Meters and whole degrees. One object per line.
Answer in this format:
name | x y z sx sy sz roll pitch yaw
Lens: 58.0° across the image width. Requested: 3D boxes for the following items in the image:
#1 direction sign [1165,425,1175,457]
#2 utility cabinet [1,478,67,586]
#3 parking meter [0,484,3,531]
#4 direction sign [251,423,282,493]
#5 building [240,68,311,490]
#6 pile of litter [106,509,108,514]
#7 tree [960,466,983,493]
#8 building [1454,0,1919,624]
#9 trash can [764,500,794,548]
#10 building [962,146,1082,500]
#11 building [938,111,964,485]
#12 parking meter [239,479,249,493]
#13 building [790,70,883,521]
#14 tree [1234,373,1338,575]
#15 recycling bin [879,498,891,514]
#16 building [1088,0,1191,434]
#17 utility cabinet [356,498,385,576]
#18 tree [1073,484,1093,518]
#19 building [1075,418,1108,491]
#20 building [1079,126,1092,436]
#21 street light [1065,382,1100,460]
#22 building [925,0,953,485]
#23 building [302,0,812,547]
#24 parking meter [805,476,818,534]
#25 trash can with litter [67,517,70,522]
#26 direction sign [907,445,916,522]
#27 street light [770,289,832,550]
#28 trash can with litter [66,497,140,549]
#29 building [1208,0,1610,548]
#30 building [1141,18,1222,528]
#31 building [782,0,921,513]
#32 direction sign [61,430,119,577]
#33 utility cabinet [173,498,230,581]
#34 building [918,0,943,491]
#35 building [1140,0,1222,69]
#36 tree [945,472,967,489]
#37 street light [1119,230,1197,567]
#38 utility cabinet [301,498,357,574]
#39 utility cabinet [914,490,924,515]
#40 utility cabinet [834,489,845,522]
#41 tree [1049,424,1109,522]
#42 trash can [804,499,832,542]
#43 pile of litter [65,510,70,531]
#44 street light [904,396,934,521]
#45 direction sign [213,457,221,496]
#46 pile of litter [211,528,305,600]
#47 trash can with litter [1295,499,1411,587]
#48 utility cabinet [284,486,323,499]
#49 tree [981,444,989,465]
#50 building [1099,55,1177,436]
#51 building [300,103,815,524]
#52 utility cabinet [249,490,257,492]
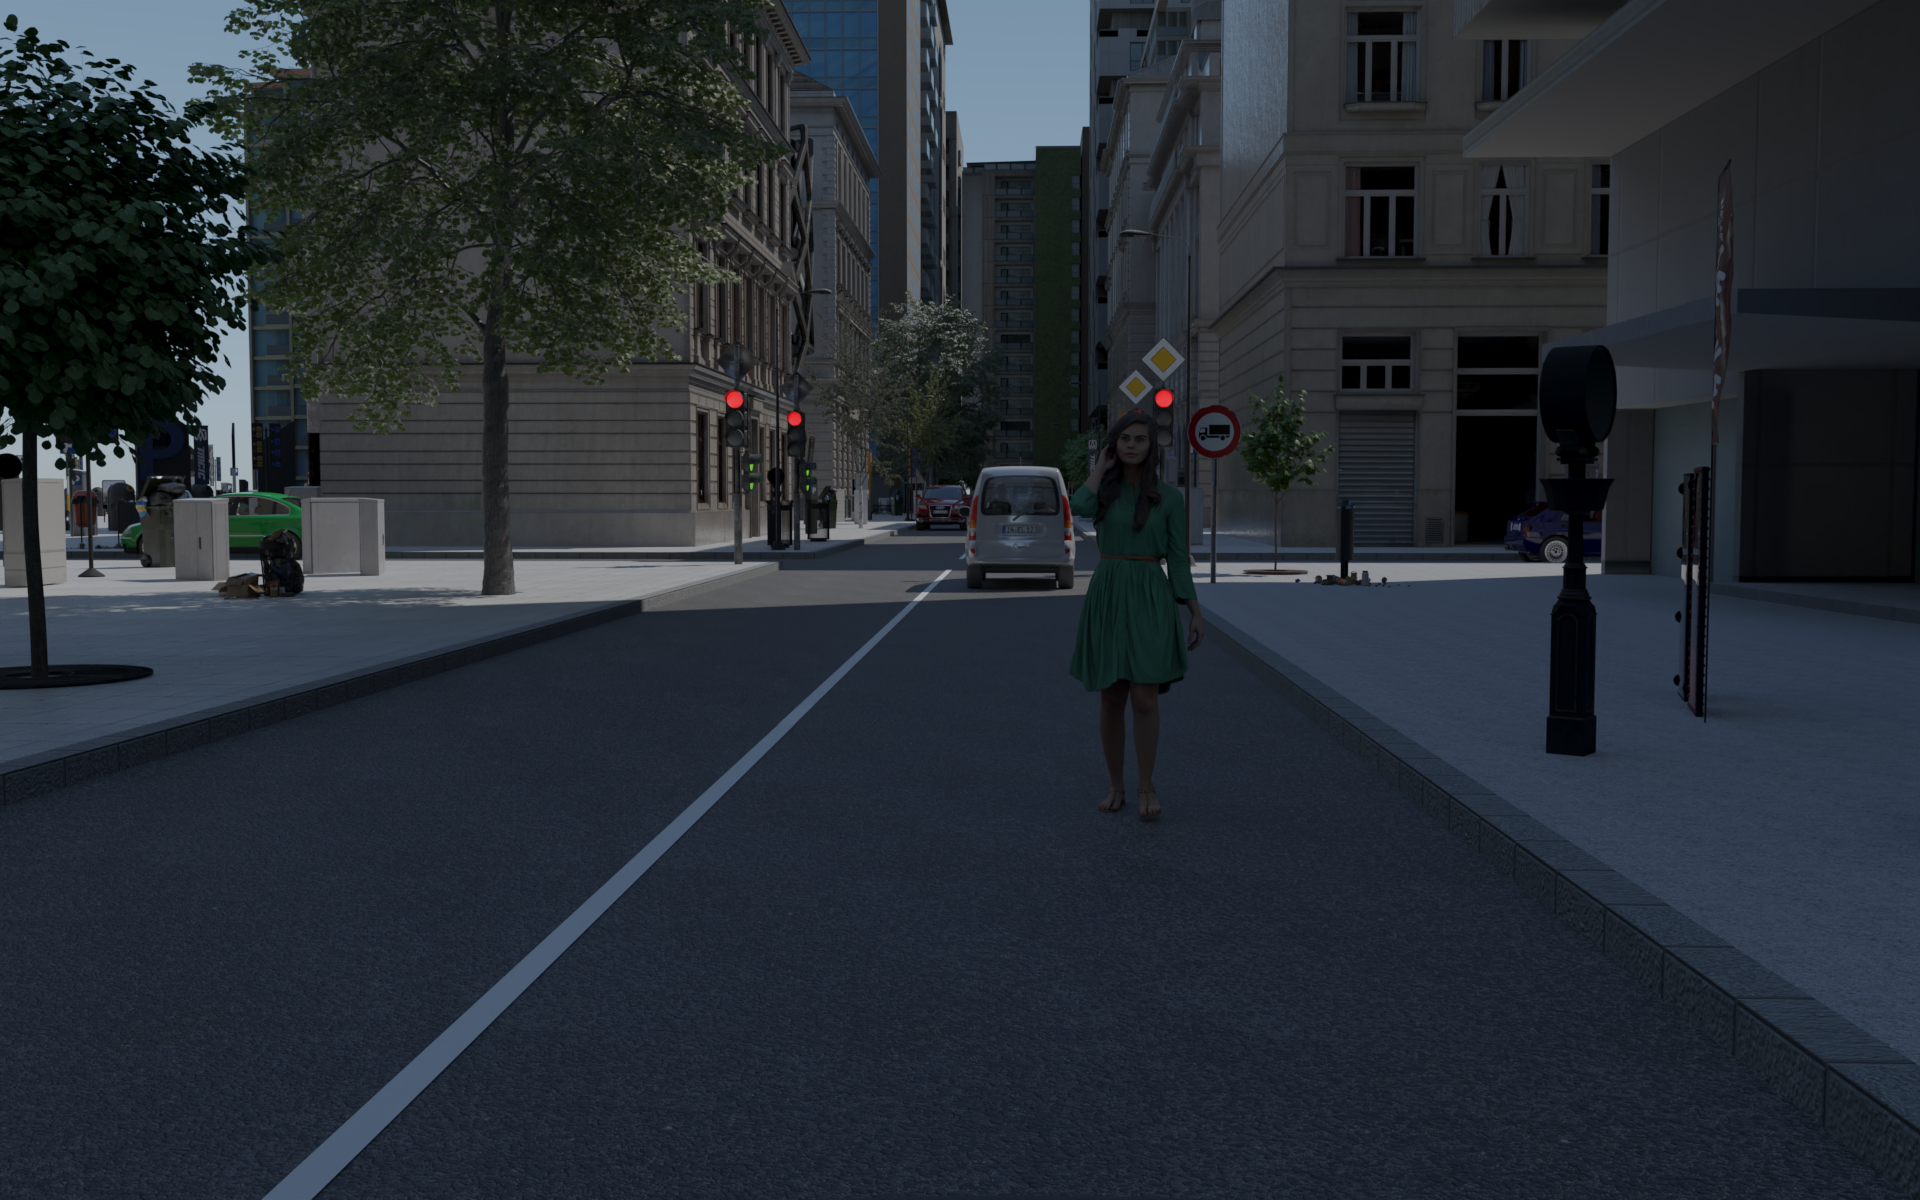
direction sign | 6.748 -3.932 56.292 0.379 3.537 0.876 3 4 36
utility cabinet | -12.942 -0.950 24.208 0.318 1.500 1.173 0 4 -3
parking meter | -33.211 -3.329 60.134 0.255 1.863 0.399 -1 4 -13
direction sign | -22.136 -3.874 55.338 0.876 3.537 0.379 -2 4 -24
building | -57.186 -32.073 179.019 28.867 44.769 22.147 0 4 2
pile of litter | -54.571 -5.905 110.508 1.176 0.858 1.719 -1 4 -9
tree | 1.572 -12.155 182.445 4.285 4.588 4.351 0 3 0
building | 20.885 -25.954 13.590 28.713 52.752 27.495 0 4 2
trash can | -4.292 -1.810 41.249 0.748 1.137 0.748 0 3 0
building | 7.253 -31.979 206.456 14.086 41.232 14.154 0 4 2
building | -10.443 -35.875 210.263 21.600 48.544 21.300 0 4 2
parking meter | -28.308 -3.840 68.493 0.255 1.863 0.399 0 4 -1
building | -10.475 -16.133 92.651 11.050 23.489 19.941 0 4 2
tree | 5.212 -2.029 27.771 1.663 3.219 1.824 0 3 0
recycling bin | -4.948 -6.224 114.323 0.722 1.027 0.722 0 4 8
building | 25.212 -34.449 152.480 28.713 52.752 27.495 0 4 2
utility cabinet | -9.357 -1.005 27.598 0.306 1.237 1.020 -1 4 -13
tree | 6.651 -5.960 92.042 1.663 3.219 1.824 0 3 0
building | 21.964 -45.127 176.074 20.563 71.187 20.611 0 4 2
building | 21.401 -34.011 206.190 14.200 45.320 14.600 0 4 2
street light | 5.221 -6.059 71.606 1.470 5.913 1.316 0 4 2
building | -15.021 -35.800 174.571 27.495 52.752 28.713 0 4 2
building | -10.783 -11.388 50.822 10.561 19.102 19.286 0 4 2
parking meter | -4.779 -3.059 55.723 0.255 1.863 0.399 3 4 36
trash can with litter | -38.304 -3.909 75.299 0.624 1.170 1.055 1 4 20
direction sign | -2.257 -5.434 80.835 0.379 3.537 0.876 -2 4 -26
street light | -3.606 -4.087 39.360 1.470 5.913 1.316 0 4 2
trash can with litter | -20.060 -1.825 40.897 2.233 1.210 1.678 -3 5 -41
building | 22.244 -13.114 47.690 30.059 22.955 16.112 0 4 2
building | 15.353 -14.341 76.271 13.314 21.916 24.055 0 4 2
building | -10.110 -28.830 121.484 14.600 45.320 14.200 0 4 2
direction sign | -13.445 -2.123 26.705 0.876 3.537 0.379 -1 4 -21
utility cabinet | -11.346 -0.901 25.892 1.020 1.237 0.306 2 4 35
building | -13.352 -32.069 143.943 23.786 49.044 30.456 0 4 2
building | 26.270 -26.619 127.105 32.217 40.220 23.993 0 4 2
tree | -0.415 -9.195 144.943 1.663 3.219 1.824 0 3 0
street light | 3.495 -3.551 30.607 1.470 5.913 1.316 0 4 2
utility cabinet | -10.185 -1.043 28.207 0.306 1.237 1.020 3 4 38
utility cabinet | -2.438 -5.944 105.860 0.318 1.500 1.173 -2 4 -28
utility cabinet | -5.724 -4.277 78.609 0.318 1.500 1.173 2 4 35
tree | 6.452 -6.150 84.263 4.285 4.588 4.351 0 3 0
trash can | -3.821 -2.145 46.724 0.748 1.137 0.748 0 3 0
pile of litter | -31.622 -2.899 61.365 1.176 0.858 1.719 -2 4 -33
street light | -1.937 -6.690 81.929 1.470 5.913 1.316 0 4 2
direction sign | -45.212 -6.925 105.217 0.379 3.537 0.876 1 4 22
pile of litter | -8.853 -0.478 21.784 1.176 0.858 1.719 0 4 4
trash can with litter | 5.694 -0.850 24.957 1.678 1.210 2.233 1 4 18
utility cabinet | -18.854 -2.516 49.817 1.173 1.500 0.318 1 4 21
tree | 1.047 -13.489 170.909 4.737 8.622 4.395 0 3 0
building | 14.805 -18.571 100.900 12.463 27.353 25.104 0 4 2
building | -14.434 -12.328 69.007 16.820 18.784 16.811 0 4 2
utility cabinet | -38.977 -5.350 96.157 1.173 1.500 0.318 0 4 -4
